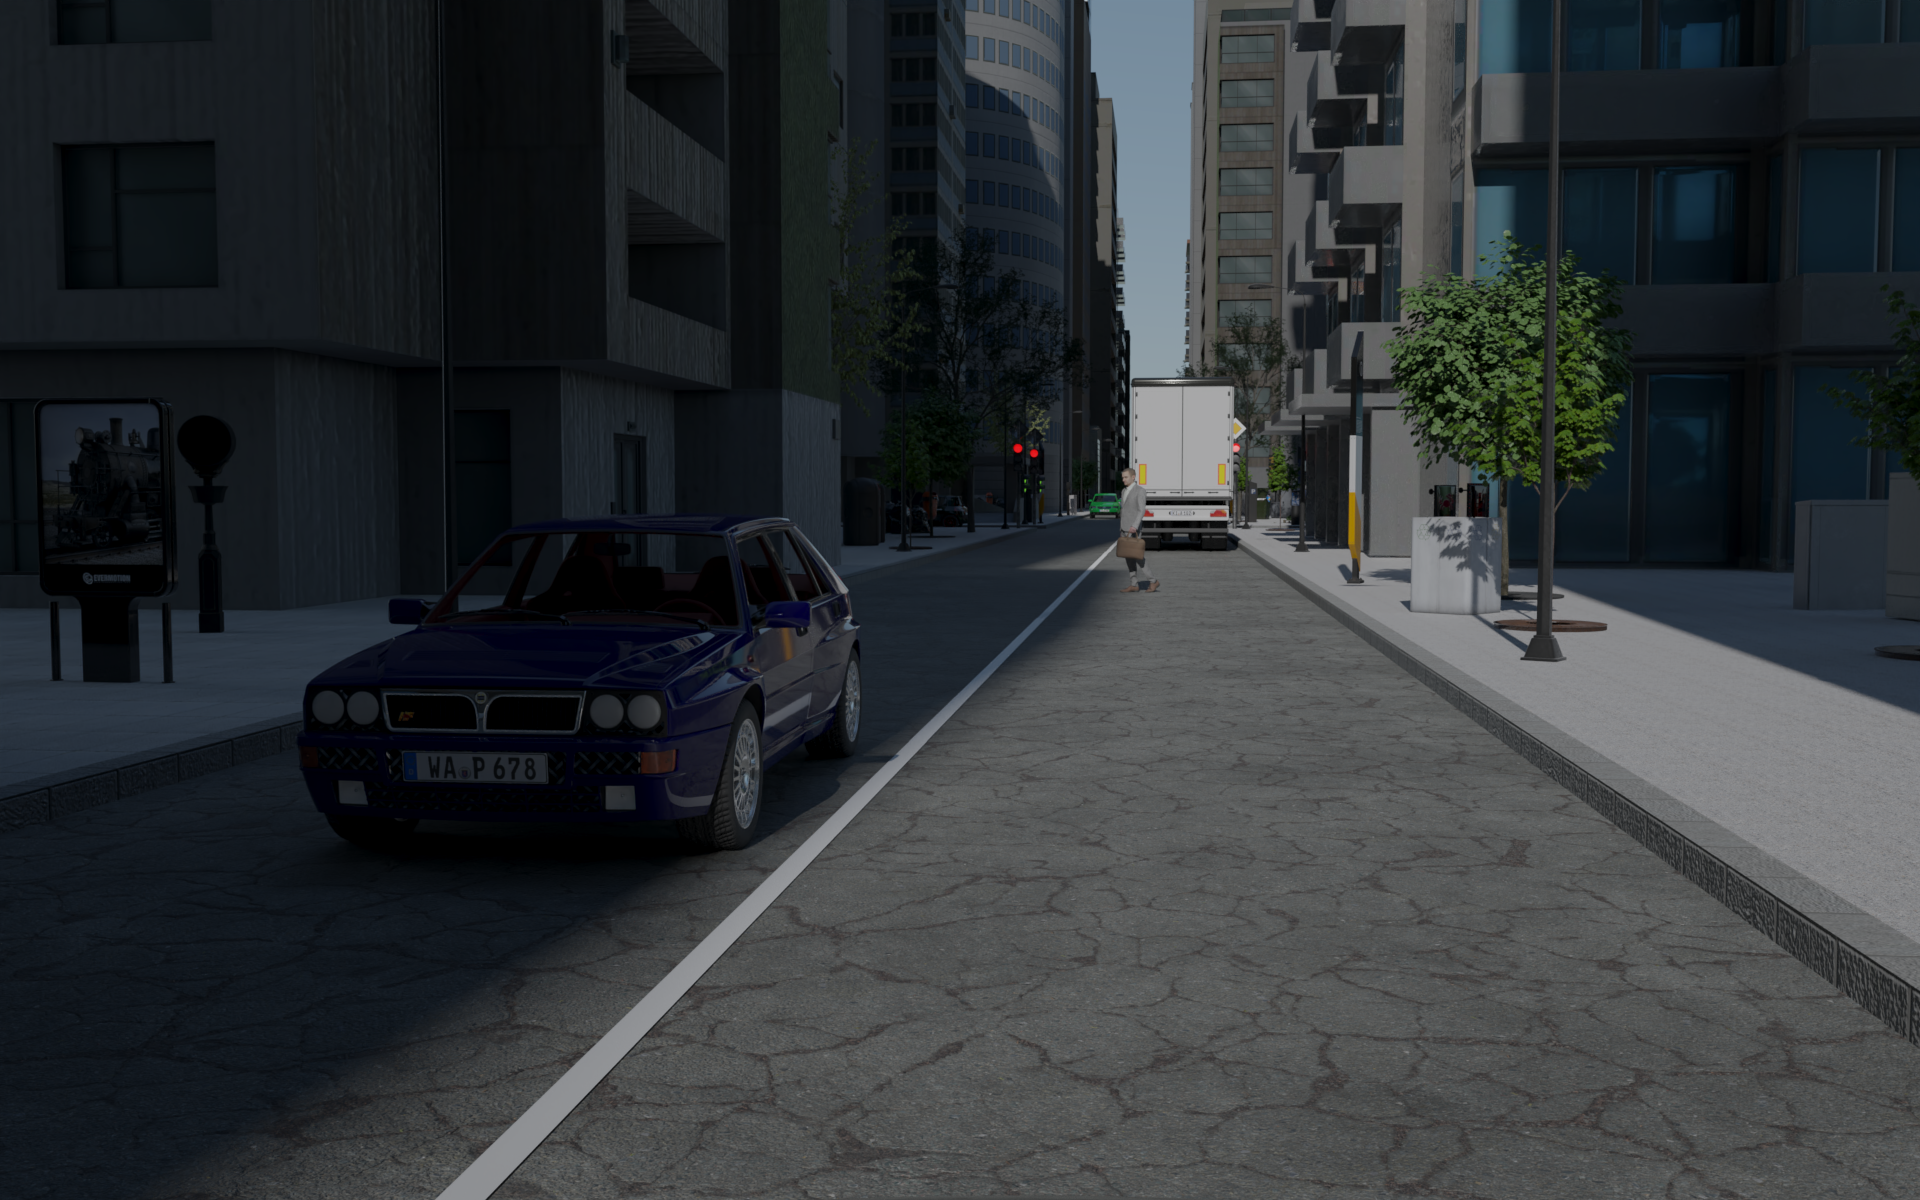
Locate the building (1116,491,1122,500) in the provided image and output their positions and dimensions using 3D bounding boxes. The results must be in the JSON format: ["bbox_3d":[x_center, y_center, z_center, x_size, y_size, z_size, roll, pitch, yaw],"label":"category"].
[{"bbox_3d":[6.711,-33.827,244.951,32.217,40.220,23.993,0,4,7],"label":"building"}]

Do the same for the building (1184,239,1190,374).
[{"bbox_3d":[48.506,-38.764,288.409,22.147,44.769,28.867,0,4,7],"label":"building"}]

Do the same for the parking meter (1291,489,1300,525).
[{"bbox_3d":[13.904,-3.872,71.712,0.372,1.533,0.369,0,3,0],"label":"parking meter"}]

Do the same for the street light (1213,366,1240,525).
[{"bbox_3d":[9.895,-5.534,63.021,1.470,5.913,1.316,0,4,7],"label":"street light"}]

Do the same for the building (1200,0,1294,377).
[{"bbox_3d":[32.877,-32.646,157.460,21.300,48.544,21.600,0,4,7],"label":"building"}]

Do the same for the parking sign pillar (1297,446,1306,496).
[{"bbox_3d":[19.332,-6.573,95.934,1.447,3.967,1.447,1,4,16],"label":"parking sign pillar"}]

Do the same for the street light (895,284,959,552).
[{"bbox_3d":[-0.718,-4.030,38.437,1.470,5.913,1.316,0,4,7],"label":"street light"}]

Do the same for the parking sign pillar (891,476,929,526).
[{"bbox_3d":[-1.877,-4.618,63.973,1.447,3.967,1.447,1,4,9],"label":"parking sign pillar"}]

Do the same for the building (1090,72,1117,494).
[{"bbox_3d":[7.463,-35.510,204.283,21.300,48.544,21.600,0,4,7],"label":"building"}]

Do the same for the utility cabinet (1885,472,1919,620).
[{"bbox_3d":[9.768,-0.525,17.270,0.318,1.500,1.173,0,4,-6],"label":"utility cabinet"}]

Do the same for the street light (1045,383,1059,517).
[{"bbox_3d":[3.261,-6.116,72.533,1.470,5.913,1.316,0,4,7],"label":"street light"}]

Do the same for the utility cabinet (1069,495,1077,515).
[{"bbox_3d":[6.995,-5.878,107.270,0.306,1.237,1.020,1,4,15],"label":"utility cabinet"}]

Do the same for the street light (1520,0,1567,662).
[{"bbox_3d":[3.976,-2.492,13.285,1.470,5.913,1.316,0,4,7],"label":"street light"}]

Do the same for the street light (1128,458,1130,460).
[{"bbox_3d":[21.969,-15.819,231.180,1.470,5.913,1.316,0,4,7],"label":"street light"}]

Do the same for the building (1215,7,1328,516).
[{"bbox_3d":[22.790,-20.488,106.676,14.160,30.474,14.107,0,4,7],"label":"building"}]

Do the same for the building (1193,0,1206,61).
[{"bbox_3d":[34.967,-39.145,182.023,21.231,58.520,28.212,0,4,7],"label":"building"}]

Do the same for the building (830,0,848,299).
[{"bbox_3d":[-18.659,-28.335,52.522,27.495,52.752,28.713,0,4,7],"label":"building"}]

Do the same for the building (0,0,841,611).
[{"bbox_3d":[-9.930,-15.457,24.418,14.160,30.474,14.107,0,4,7],"label":"building"}]

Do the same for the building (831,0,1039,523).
[{"bbox_3d":[-12.613,-24.055,85.175,32.217,40.220,23.993,0,4,7],"label":"building"}]

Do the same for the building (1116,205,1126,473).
[{"bbox_3d":[14.557,-39.878,271.619,23.786,49.044,30.456,0,4,7],"label":"building"}]

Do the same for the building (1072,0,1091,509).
[{"bbox_3d":[4.475,-30.916,155.584,14.600,45.320,14.200,0,4,7],"label":"building"}]

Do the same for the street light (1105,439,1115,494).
[{"bbox_3d":[12.347,-10.765,148.551,1.470,5.913,1.316,0,4,7],"label":"street light"}]

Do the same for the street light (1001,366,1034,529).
[{"bbox_3d":[2.191,-5.533,63.002,1.470,5.913,1.316,0,4,7],"label":"street light"}]

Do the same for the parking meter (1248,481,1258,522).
[{"bbox_3d":[13.228,-4.436,78.237,0.399,1.863,0.255,0,4,-4],"label":"parking meter"}]

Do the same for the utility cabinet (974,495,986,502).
[{"bbox_3d":[1.164,-5.918,107.925,1.020,1.237,0.306,-1,4,-11],"label":"utility cabinet"}]

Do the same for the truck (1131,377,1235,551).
[{"bbox_3d":[6.015,-3.562,47.160,2.839,4.237,11.283,0,4,7],"label":"truck"}]

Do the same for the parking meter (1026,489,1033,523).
[{"bbox_3d":[3.070,-4.236,77.664,0.372,1.533,0.369,0,3,0],"label":"parking meter"}]

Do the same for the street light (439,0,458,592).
[{"bbox_3d":[-3.711,-2.551,14.253,1.470,5.913,1.316,0,4,7],"label":"street light"}]

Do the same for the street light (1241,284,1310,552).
[{"bbox_3d":[7.047,-4.023,38.309,1.470,5.913,1.316,0,4,7],"label":"street light"}]

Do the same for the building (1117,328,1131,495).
[{"bbox_3d":[21.705,-31.957,294.198,14.160,30.474,14.107,0,4,7],"label":"building"}]

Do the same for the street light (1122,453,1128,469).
[{"bbox_3d":[18.115,-13.773,197.735,1.470,5.913,1.316,0,4,7],"label":"street light"}]

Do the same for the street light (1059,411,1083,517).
[{"bbox_3d":[6.160,-7.613,97.018,1.470,5.913,1.316,0,4,7],"label":"street light"}]

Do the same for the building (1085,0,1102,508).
[{"bbox_3d":[3.656,-52.873,177.139,22.319,86.520,31.000,0,4,7],"label":"building"}]

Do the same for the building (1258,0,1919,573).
[{"bbox_3d":[19.619,-25.724,40.195,23.786,49.044,30.456,0,4,7],"label":"building"}]

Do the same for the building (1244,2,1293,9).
[{"bbox_3d":[33.600,-26.936,132.290,32.217,40.220,23.993,0,4,7],"label":"building"}]

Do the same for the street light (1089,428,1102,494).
[{"bbox_3d":[9.101,-9.141,121.999,1.470,5.913,1.316,0,4,7],"label":"street light"}]

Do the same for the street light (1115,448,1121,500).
[{"bbox_3d":[15.151,-12.261,173.008,1.470,5.913,1.316,0,4,7],"label":"street light"}]

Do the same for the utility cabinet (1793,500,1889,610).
[{"bbox_3d":[9.843,-0.498,19.302,1.020,1.237,0.306,0,4,-8],"label":"utility cabinet"}]

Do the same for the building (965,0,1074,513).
[{"bbox_3d":[-3.289,-35.448,121.577,21.231,58.520,28.212,0,4,7],"label":"building"}]
